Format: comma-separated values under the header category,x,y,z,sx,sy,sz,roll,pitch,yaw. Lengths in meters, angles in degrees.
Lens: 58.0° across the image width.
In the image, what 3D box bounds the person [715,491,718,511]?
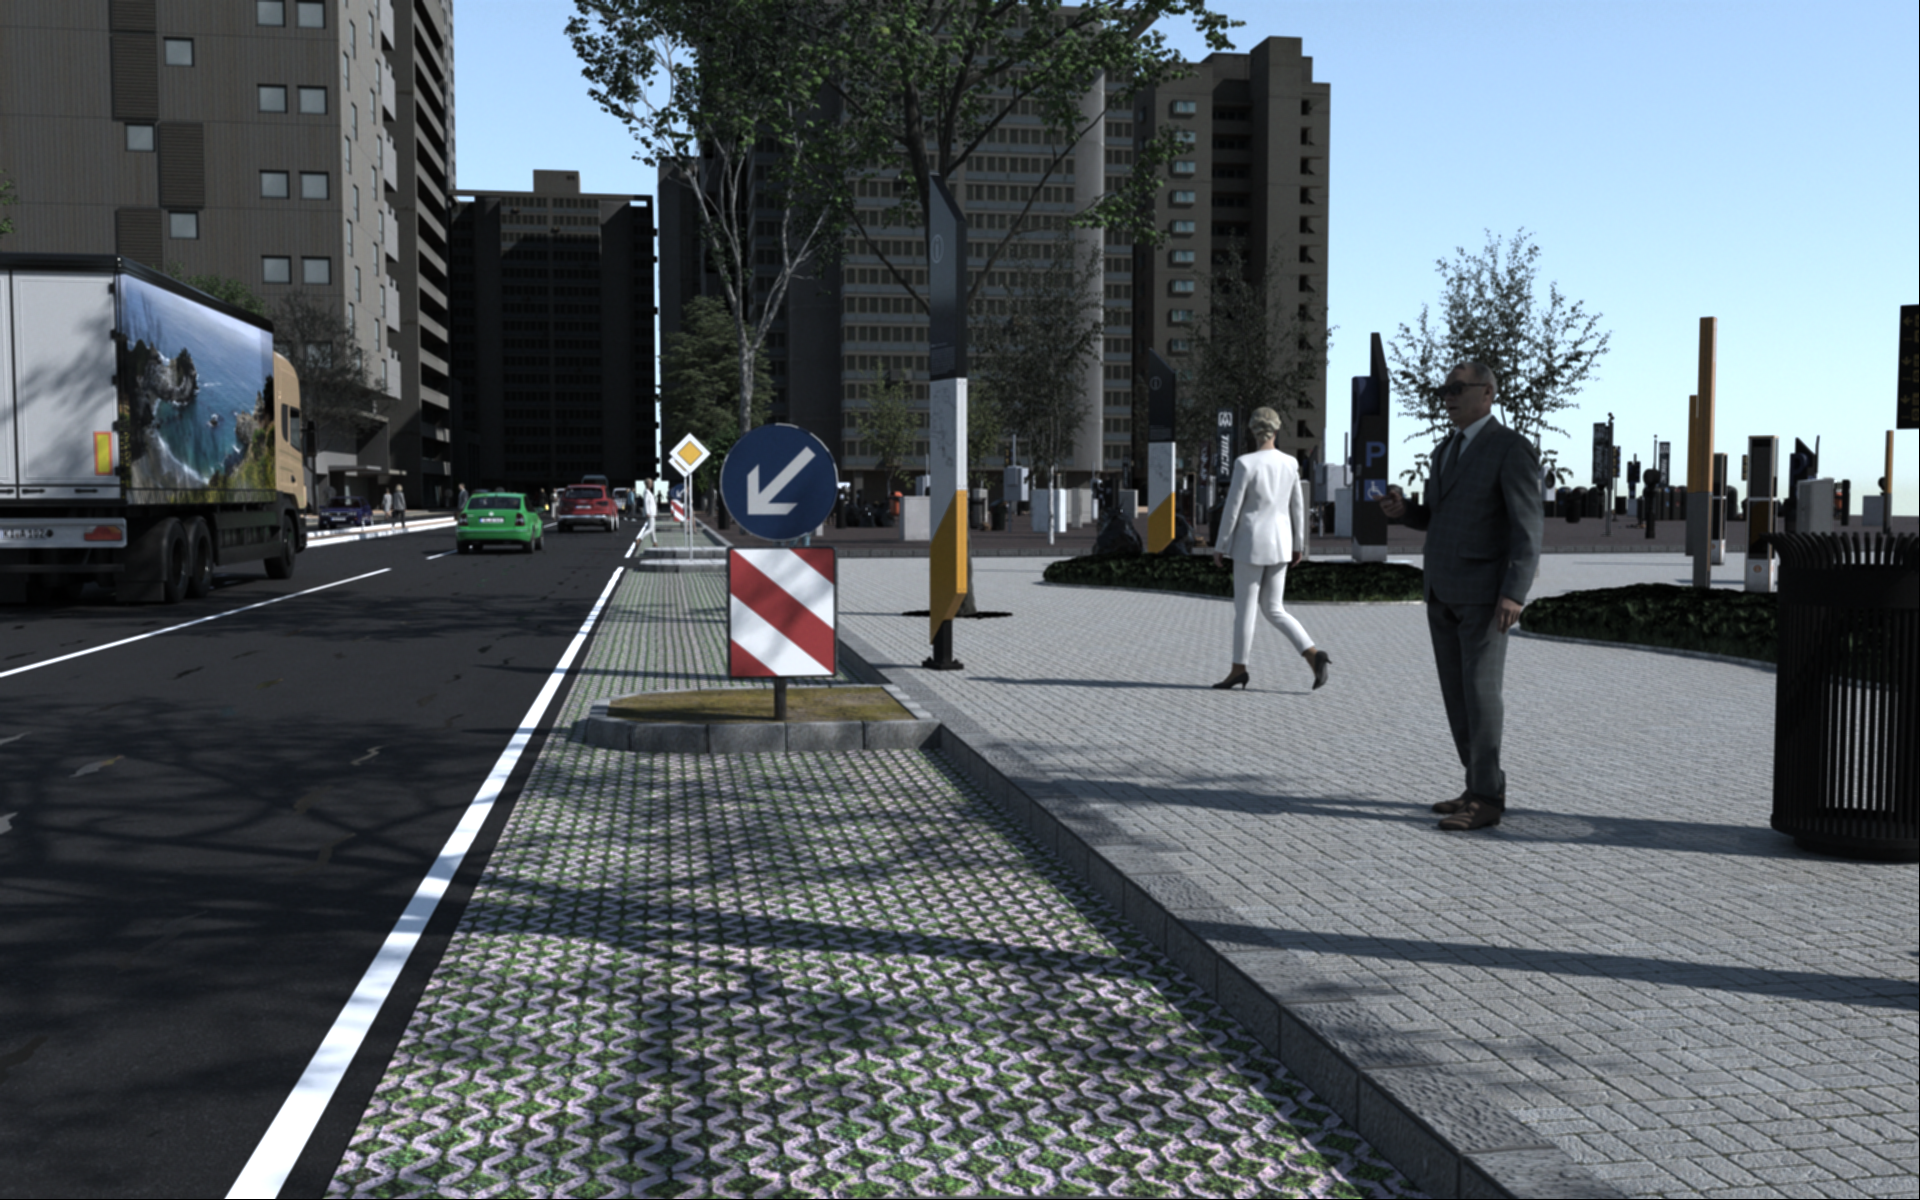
category,x,y,z,sx,sy,sz,roll,pitch,yaw
person,-14.665,-5.942,103.294,0.850,1.850,0.679,0,4,-5

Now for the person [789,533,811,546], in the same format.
category,x,y,z,sx,sy,sz,roll,pitch,yaw
person,-2.703,-1.387,29.551,0.563,1.720,0.643,-1,4,-22

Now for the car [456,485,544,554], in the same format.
category,x,y,z,sx,sy,sz,roll,pitch,yaw
car,-11.353,-2.085,42.881,1.959,1.807,4.718,-1,4,-9

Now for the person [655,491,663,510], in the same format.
category,x,y,z,sx,sy,sz,roll,pitch,yaw
person,-27.671,-9.177,159.065,1.217,1.766,0.721,3,4,38

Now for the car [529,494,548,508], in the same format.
category,x,y,z,sx,sy,sz,roll,pitch,yaw
car,-43.789,-10.409,179.980,2.009,1.686,4.222,-1,4,-8

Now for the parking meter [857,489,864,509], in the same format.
category,x,y,z,sx,sy,sz,roll,pitch,yaw
parking meter,-4.888,-4.682,84.955,0.372,1.533,0.369,0,3,0

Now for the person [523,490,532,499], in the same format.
category,x,y,z,sx,sy,sz,roll,pitch,yaw
person,-37.841,-8.694,150.724,1.350,1.814,0.705,-3,4,-37

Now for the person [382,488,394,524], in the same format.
category,x,y,z,sx,sy,sz,roll,pitch,yaw
person,-27.774,-4.582,84.172,0.760,1.731,0.466,0,3,0

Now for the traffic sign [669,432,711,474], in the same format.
category,x,y,z,sx,sy,sz,roll,pitch,yaw
traffic sign,-5.061,-1.863,32.643,0.795,2.593,0.064,-1,4,-10

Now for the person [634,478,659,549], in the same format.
category,x,y,z,sx,sy,sz,roll,pitch,yaw
person,-8.051,-2.212,44.551,0.818,1.842,0.514,-2,4,-29

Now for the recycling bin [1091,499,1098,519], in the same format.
category,x,y,z,sx,sy,sz,roll,pitch,yaw
recycling bin,6.860,-4.613,87.971,0.722,1.027,0.722,-2,4,-29

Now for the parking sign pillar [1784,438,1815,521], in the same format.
category,x,y,z,sx,sy,sz,roll,pitch,yaw
parking sign pillar,39.816,-5.714,81.902,1.447,3.967,1.447,-1,4,-10

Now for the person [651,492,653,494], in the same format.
category,x,y,z,sx,sy,sz,roll,pitch,yaw
person,-21.833,-6.909,121.907,0.683,1.767,0.568,2,4,35

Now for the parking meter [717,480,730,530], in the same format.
category,x,y,z,sx,sy,sz,roll,pitch,yaw
parking meter,-8.544,-3.478,62.572,0.399,1.863,0.255,3,4,37

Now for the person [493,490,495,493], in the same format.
category,x,y,z,sx,sy,sz,roll,pitch,yaw
person,-37.177,-7.910,138.357,1.217,1.766,0.721,-1,4,-20

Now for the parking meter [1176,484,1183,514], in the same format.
category,x,y,z,sx,sy,sz,roll,pitch,yaw
parking meter,11.187,-5.033,87.993,0.399,1.863,0.255,-1,4,-14

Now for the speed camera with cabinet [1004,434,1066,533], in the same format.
category,x,y,z,sx,sy,sz,roll,pitch,yaw
speed camera with cabinet,2.476,-3.844,57.191,2.038,3.252,0.660,2,4,27

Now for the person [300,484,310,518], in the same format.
category,x,y,z,sx,sy,sz,roll,pitch,yaw
person,-35.354,-5.327,92.985,0.661,1.843,0.795,3,5,40

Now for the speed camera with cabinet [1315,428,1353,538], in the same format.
category,x,y,z,sx,sy,sz,roll,pitch,yaw
speed camera with cabinet,11.340,-3.492,51.422,0.660,3.252,2.038,-1,4,-22

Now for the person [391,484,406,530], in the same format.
category,x,y,z,sx,sy,sz,roll,pitch,yaw
person,-21.605,-3.536,66.500,0.709,1.800,0.728,2,4,29

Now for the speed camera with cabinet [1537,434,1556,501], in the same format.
category,x,y,z,sx,sy,sz,roll,pitch,yaw
speed camera with cabinet,18.722,-3.818,56.756,2.038,3.252,0.660,-3,5,-39

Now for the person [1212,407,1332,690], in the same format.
category,x,y,z,sx,sy,sz,roll,pitch,yaw
person,2.005,-0.322,11.184,0.818,1.842,0.514,3,5,42

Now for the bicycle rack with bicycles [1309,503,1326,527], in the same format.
category,x,y,z,sx,sy,sz,roll,pitch,yaw
bicycle rack with bicycles,14.598,-3.250,66.521,2.925,0.926,2.852,-1,4,-11

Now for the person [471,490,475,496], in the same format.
category,x,y,z,sx,sy,sz,roll,pitch,yaw
person,-37.617,-7.656,134.234,0.990,1.755,0.434,2,4,33

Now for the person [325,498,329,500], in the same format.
category,x,y,z,sx,sy,sz,roll,pitch,yaw
person,-32.994,-5.000,90.499,0.529,1.795,0.600,3,5,41

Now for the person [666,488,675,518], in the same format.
category,x,y,z,sx,sy,sz,roll,pitch,yaw
person,-17.488,-5.877,104.760,0.590,1.801,0.661,-2,4,-30

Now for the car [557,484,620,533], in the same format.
category,x,y,z,sx,sy,sz,roll,pitch,yaw
car,-14.158,-3.505,65.981,2.281,1.827,5.304,0,4,-8

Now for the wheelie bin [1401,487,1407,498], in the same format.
category,x,y,z,sx,sy,sz,roll,pitch,yaw
wheelie bin,19.927,-4.361,79.215,0.980,1.594,0.693,2,4,24

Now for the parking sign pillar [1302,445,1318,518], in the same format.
category,x,y,z,sx,sy,sz,roll,pitch,yaw
parking sign pillar,19.261,-6.537,95.356,1.447,3.967,1.447,2,4,31

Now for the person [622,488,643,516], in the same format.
category,x,y,z,sx,sy,sz,roll,pitch,yaw
person,-21.390,-6.401,113.366,1.509,1.804,0.699,1,4,16

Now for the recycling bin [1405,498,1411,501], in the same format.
category,x,y,z,sx,sy,sz,roll,pitch,yaw
recycling bin,28.946,-6.063,111.683,0.722,1.027,0.722,3,4,38

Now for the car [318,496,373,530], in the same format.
category,x,y,z,sx,sy,sz,roll,pitch,yaw
car,-25.245,-3.585,71.196,1.945,1.354,3.894,-1,4,-11

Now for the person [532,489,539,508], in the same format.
category,x,y,z,sx,sy,sz,roll,pitch,yaw
person,-35.101,-8.263,143.545,0.705,1.831,1.348,1,4,9

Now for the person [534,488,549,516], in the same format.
category,x,y,z,sx,sy,sz,roll,pitch,yaw
person,-27.034,-6.272,111.269,0.699,1.804,1.509,-3,5,-43

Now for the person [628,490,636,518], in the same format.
category,x,y,z,sx,sy,sz,roll,pitch,yaw
person,-19.625,-5.777,103.502,0.519,1.759,0.362,1,4,19

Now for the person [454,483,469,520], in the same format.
category,x,y,z,sx,sy,sz,roll,pitch,yaw
person,-17.364,-3.175,60.537,0.853,1.813,0.709,-3,5,-40

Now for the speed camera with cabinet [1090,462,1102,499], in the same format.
category,x,y,z,sx,sy,sz,roll,pitch,yaw
speed camera with cabinet,8.043,-6.777,105.136,0.660,3.252,2.038,1,4,23

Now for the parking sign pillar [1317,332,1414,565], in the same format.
category,x,y,z,sx,sy,sz,roll,pitch,yaw
parking sign pillar,6.716,-2.439,28.346,1.447,3.967,1.447,0,4,6

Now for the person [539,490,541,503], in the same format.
category,x,y,z,sx,sy,sz,roll,pitch,yaw
person,-41.615,-9.979,171.665,0.705,1.824,1.348,1,4,10

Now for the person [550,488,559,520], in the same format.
category,x,y,z,sx,sy,sz,roll,pitch,yaw
person,-22.334,-5.289,95.527,0.519,1.759,0.362,-2,4,-30

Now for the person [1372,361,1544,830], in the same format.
category,x,y,z,sx,sy,sz,roll,pitch,yaw
person,1.948,-0.036,6.810,0.590,1.801,0.661,-2,4,-24

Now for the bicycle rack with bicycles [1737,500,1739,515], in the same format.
category,x,y,z,sx,sy,sz,roll,pitch,yaw
bicycle rack with bicycles,46.952,-5.557,104.234,2.925,0.926,2.852,-3,5,-42

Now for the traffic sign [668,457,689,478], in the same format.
category,x,y,z,sx,sy,sz,roll,pitch,yaw
traffic sign,-6.406,-2.344,40.514,0.795,2.593,0.064,-1,4,-10

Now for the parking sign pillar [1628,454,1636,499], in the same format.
category,x,y,z,sx,sy,sz,roll,pitch,yaw
parking sign pillar,44.540,-7.721,114.713,1.447,3.967,1.447,1,4,21

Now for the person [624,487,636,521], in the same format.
category,x,y,z,sx,sy,sz,roll,pitch,yaw
person,-17.868,-5.212,93.734,0.620,1.820,0.660,-3,4,-38

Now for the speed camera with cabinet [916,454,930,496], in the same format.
category,x,y,z,sx,sy,sz,roll,pitch,yaw
speed camera with cabinet,-1.295,-5.597,85.843,0.660,3.252,2.038,3,5,43

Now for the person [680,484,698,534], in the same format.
category,x,y,z,sx,sy,sz,roll,pitch,yaw
person,-9.573,-3.207,61.280,0.599,1.781,0.374,2,4,30

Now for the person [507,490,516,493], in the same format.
category,x,y,z,sx,sy,sz,roll,pitch,yaw
person,-33.352,-7.294,128.561,0.742,1.727,0.445,-1,4,-14

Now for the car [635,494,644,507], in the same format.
category,x,y,z,sx,sy,sz,roll,pitch,yaw
car,-32.683,-9.910,174.025,2.014,1.417,4.499,-1,4,-11
